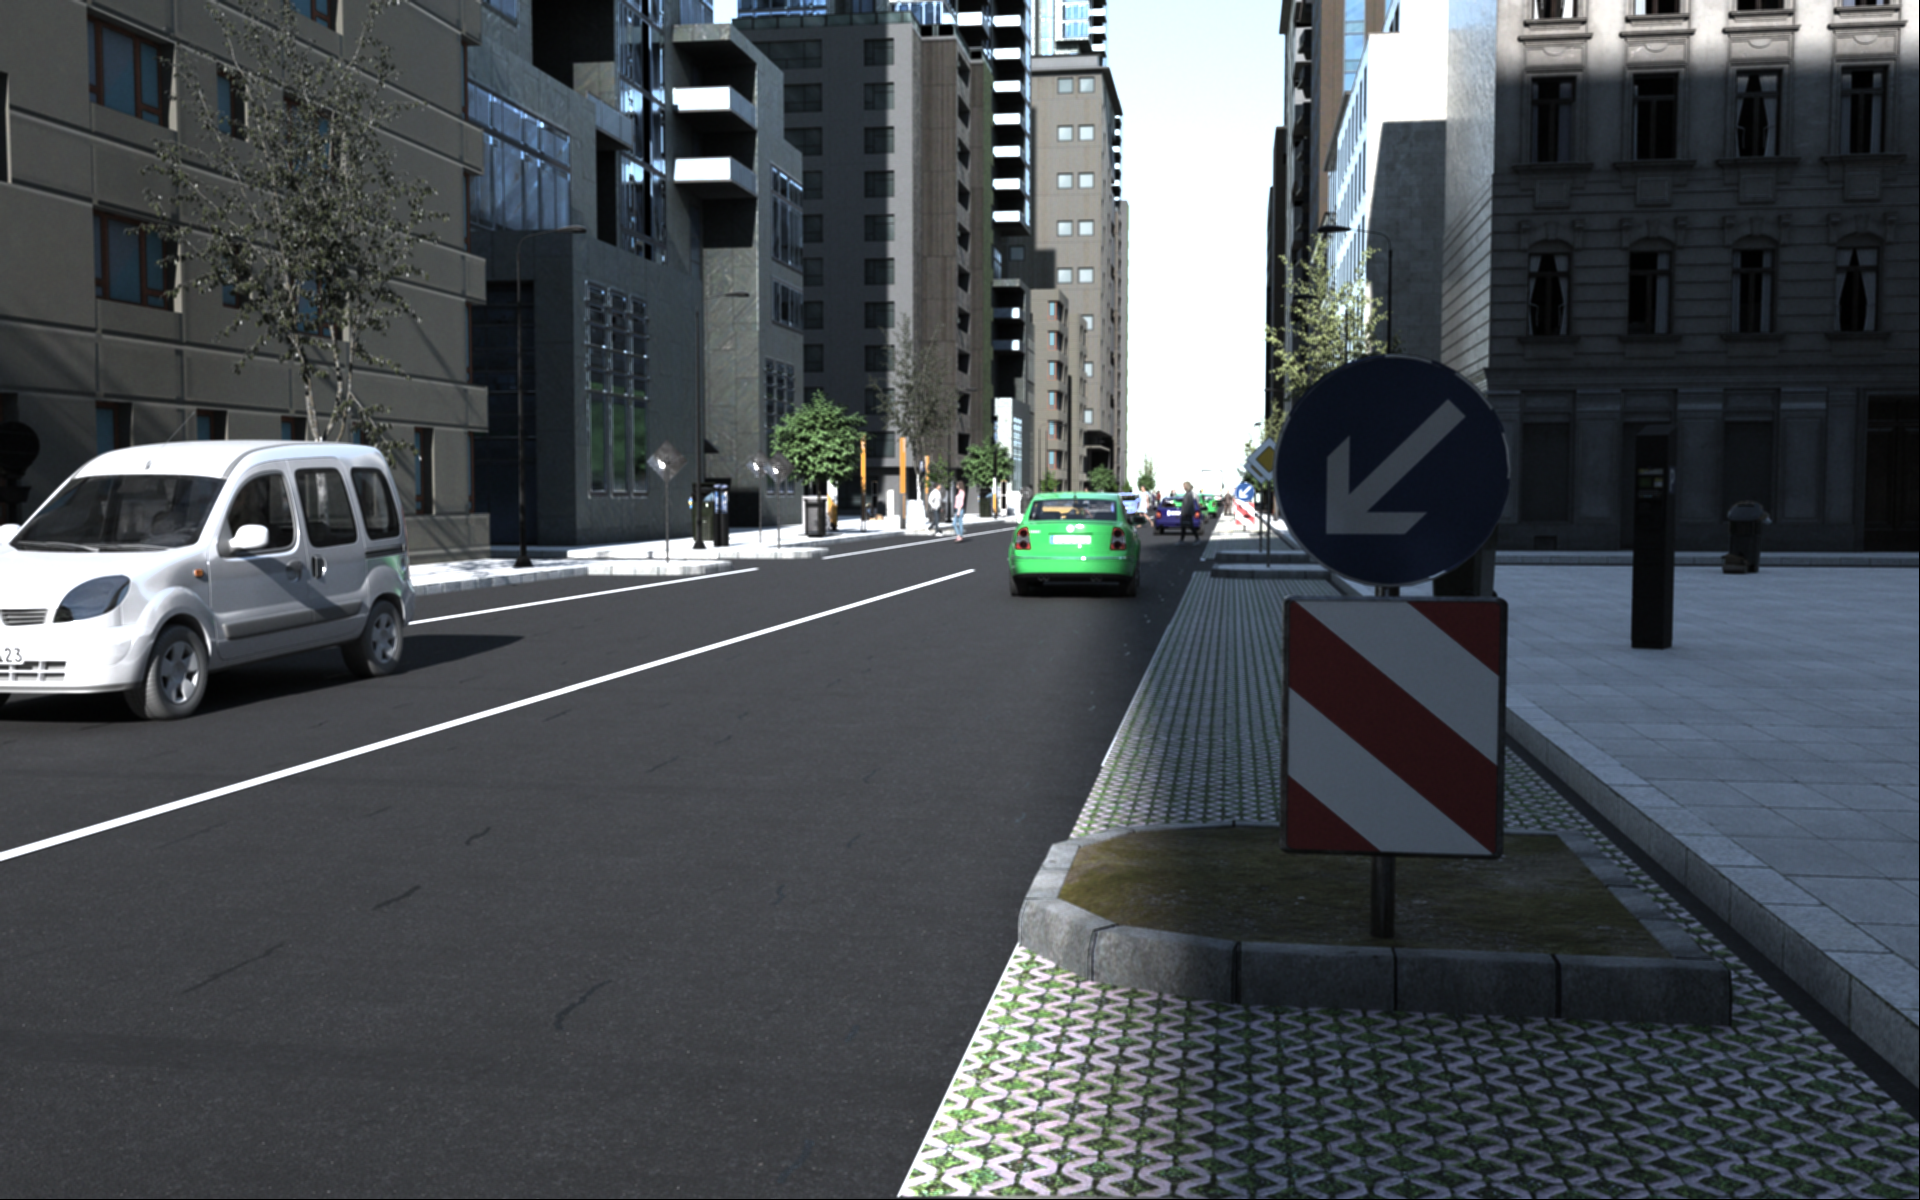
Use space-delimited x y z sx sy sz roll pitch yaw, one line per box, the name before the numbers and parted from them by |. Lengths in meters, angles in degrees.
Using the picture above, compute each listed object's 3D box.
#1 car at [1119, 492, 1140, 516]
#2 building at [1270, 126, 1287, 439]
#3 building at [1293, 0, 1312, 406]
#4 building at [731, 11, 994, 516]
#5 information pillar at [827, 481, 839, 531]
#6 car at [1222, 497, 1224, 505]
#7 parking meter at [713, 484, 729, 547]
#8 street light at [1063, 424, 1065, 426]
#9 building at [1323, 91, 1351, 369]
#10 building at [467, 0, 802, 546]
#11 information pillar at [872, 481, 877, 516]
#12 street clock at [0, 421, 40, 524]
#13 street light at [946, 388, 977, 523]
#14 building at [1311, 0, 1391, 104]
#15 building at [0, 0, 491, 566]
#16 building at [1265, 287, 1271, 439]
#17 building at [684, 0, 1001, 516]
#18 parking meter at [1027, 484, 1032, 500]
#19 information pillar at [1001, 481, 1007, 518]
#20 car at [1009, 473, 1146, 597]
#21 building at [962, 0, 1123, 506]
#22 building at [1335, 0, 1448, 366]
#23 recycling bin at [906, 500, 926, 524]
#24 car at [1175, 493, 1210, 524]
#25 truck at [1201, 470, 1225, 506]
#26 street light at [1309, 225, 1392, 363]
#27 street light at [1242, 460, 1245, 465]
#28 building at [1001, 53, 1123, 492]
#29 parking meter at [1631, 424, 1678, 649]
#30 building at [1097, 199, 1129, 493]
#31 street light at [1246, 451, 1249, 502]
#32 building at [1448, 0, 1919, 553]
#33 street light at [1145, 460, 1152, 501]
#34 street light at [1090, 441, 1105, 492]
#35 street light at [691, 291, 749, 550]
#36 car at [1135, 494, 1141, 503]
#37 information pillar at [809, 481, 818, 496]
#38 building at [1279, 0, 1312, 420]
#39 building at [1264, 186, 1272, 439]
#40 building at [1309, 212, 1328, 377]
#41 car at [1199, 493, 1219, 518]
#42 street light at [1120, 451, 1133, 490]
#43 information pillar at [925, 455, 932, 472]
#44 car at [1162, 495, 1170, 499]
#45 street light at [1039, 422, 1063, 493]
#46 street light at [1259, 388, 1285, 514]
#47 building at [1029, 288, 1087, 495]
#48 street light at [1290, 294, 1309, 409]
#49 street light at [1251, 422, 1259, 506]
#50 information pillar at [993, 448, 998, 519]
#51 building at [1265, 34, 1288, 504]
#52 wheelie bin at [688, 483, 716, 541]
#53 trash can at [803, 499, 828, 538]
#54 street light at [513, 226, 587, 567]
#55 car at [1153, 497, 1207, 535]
car | 11.145 -6.537 116.466 1.945 1.707 3.694 1 4 11
building | 44.033 -33.958 205.320 14.600 45.320 14.200 1 4 9
building | 38.809 -29.760 141.199 22.147 44.769 28.867 1 4 9
building | -5.795 -20.583 108.239 14.160 30.474 14.107 1 4 9
information pillar | -4.412 -4.199 60.005 0.183 3.616 0.504 -3 4 -37
car | 33.053 -12.937 223.519 2.014 1.417 4.499 0 4 7
parking meter | -5.841 -2.075 42.335 0.372 1.533 0.369 0 3 0
street light | 6.312 -8.747 115.556 1.470 5.913 1.316 1 4 9
building | 22.709 -14.294 82.863 9.793 20.994 18.267 1 4 9
building | -18.041 -45.515 56.845 22.319 86.520 31.000 1 4 9
information pillar | -4.963 -5.877 100.584 0.304 2.012 0.304 -1 4 -9
street clock | -9.461 -0.779 17.304 0.358 2.002 0.471 3 5 42
street light | 0.053 -6.342 76.239 1.470 5.913 1.316 1 4 9
building | 31.677 -28.773 120.541 14.600 45.320 14.200 1 4 9
building | -25.720 -10.841 22.283 28.899 21.520 27.650 1 4 9
building | 49.441 -28.649 240.119 14.160 30.474 14.107 1 4 9
building | -5.149 -50.017 130.448 22.319 86.520 31.000 1 4 9
parking meter | 4.200 -6.099 105.431 0.255 1.863 0.399 2 4 29
information pillar | 2.383 -5.506 94.513 0.304 2.012 0.304 0 4 -2
car | 1.758 -1.026 25.578 1.959 1.807 4.718 0 4 7
building | 14.091 -57.748 256.846 22.319 86.520 31.000 1 4 9
building | 19.905 -12.855 64.937 10.420 20.320 16.860 1 4 9
recycling bin | -1.880 -3.772 74.233 0.722 1.027 0.722 -1 4 -15
car | 11.320 -4.688 85.444 1.959 1.807 4.718 1 4 10
truck | 29.791 -13.195 204.649 2.839 4.237 11.283 1 4 9
street light | 6.866 -3.515 30.013 1.470 5.913 1.316 1 4 9
street light | 33.192 -13.793 198.061 1.470 5.913 1.316 1 4 9
building | 4.961 -38.221 214.157 28.713 52.752 27.495 1 4 9
parking meter | 5.785 -0.533 14.432 0.255 1.863 0.399 2 4 35
building | 15.453 -33.733 235.122 14.154 41.232 14.086 1 4 9
street light | 25.888 -10.912 150.954 1.470 5.913 1.316 1 4 9
building | 21.373 -11.785 41.841 18.267 20.994 9.793 1 4 9
street light | 24.774 -16.005 234.214 1.470 5.913 1.316 1 4 9
street light | 12.001 -10.993 152.269 1.470 5.913 1.316 1 4 9
street light | -5.513 -4.121 39.915 1.470 5.913 1.316 1 4 9
car | 18.370 -10.571 182.619 2.009 1.686 4.222 1 4 9
information pillar | -6.632 -4.519 78.379 0.304 2.012 0.304 -2 4 -27
building | 45.670 -35.420 168.355 28.713 52.752 27.495 1 4 9
building | 56.264 -38.706 256.539 21.300 48.544 21.600 1 4 9
building | 26.151 -14.479 101.352 10.561 19.102 19.286 1 4 9
car | 14.732 -5.890 105.095 1.959 1.807 4.718 0 4 8
street light | 19.073 -13.772 197.720 1.470 5.913 1.316 1 4 9
information pillar | -1.809 -6.677 100.515 0.504 3.616 0.183 3 4 38
car | 25.891 -12.290 213.523 1.945 1.354 3.894 1 4 8
street light | 5.690 -8.541 112.179 1.470 5.913 1.316 1 4 9
street light | 14.031 -6.342 76.230 1.470 5.913 1.316 1 4 9
building | -3.106 -19.409 162.370 27.650 21.520 28.899 1 4 9
street light | 8.407 -4.144 40.288 1.470 5.913 1.316 1 4 9
street light | 20.155 -8.712 114.975 1.470 5.913 1.316 1 4 9
information pillar | 1.788 -5.889 87.636 0.183 3.616 0.504 1 4 13
building | 49.600 -47.890 221.245 20.563 71.187 20.611 1 4 9
wheelie bin | -6.980 -2.420 47.475 0.980 1.594 0.693 0 4 1
trash can | -4.272 -2.420 51.212 0.748 1.137 0.748 0 3 0
street light | -7.148 -3.527 30.206 1.470 5.913 1.316 1 4 9
car | 7.855 -3.019 61.947 1.945 1.354 3.894 1 4 9
